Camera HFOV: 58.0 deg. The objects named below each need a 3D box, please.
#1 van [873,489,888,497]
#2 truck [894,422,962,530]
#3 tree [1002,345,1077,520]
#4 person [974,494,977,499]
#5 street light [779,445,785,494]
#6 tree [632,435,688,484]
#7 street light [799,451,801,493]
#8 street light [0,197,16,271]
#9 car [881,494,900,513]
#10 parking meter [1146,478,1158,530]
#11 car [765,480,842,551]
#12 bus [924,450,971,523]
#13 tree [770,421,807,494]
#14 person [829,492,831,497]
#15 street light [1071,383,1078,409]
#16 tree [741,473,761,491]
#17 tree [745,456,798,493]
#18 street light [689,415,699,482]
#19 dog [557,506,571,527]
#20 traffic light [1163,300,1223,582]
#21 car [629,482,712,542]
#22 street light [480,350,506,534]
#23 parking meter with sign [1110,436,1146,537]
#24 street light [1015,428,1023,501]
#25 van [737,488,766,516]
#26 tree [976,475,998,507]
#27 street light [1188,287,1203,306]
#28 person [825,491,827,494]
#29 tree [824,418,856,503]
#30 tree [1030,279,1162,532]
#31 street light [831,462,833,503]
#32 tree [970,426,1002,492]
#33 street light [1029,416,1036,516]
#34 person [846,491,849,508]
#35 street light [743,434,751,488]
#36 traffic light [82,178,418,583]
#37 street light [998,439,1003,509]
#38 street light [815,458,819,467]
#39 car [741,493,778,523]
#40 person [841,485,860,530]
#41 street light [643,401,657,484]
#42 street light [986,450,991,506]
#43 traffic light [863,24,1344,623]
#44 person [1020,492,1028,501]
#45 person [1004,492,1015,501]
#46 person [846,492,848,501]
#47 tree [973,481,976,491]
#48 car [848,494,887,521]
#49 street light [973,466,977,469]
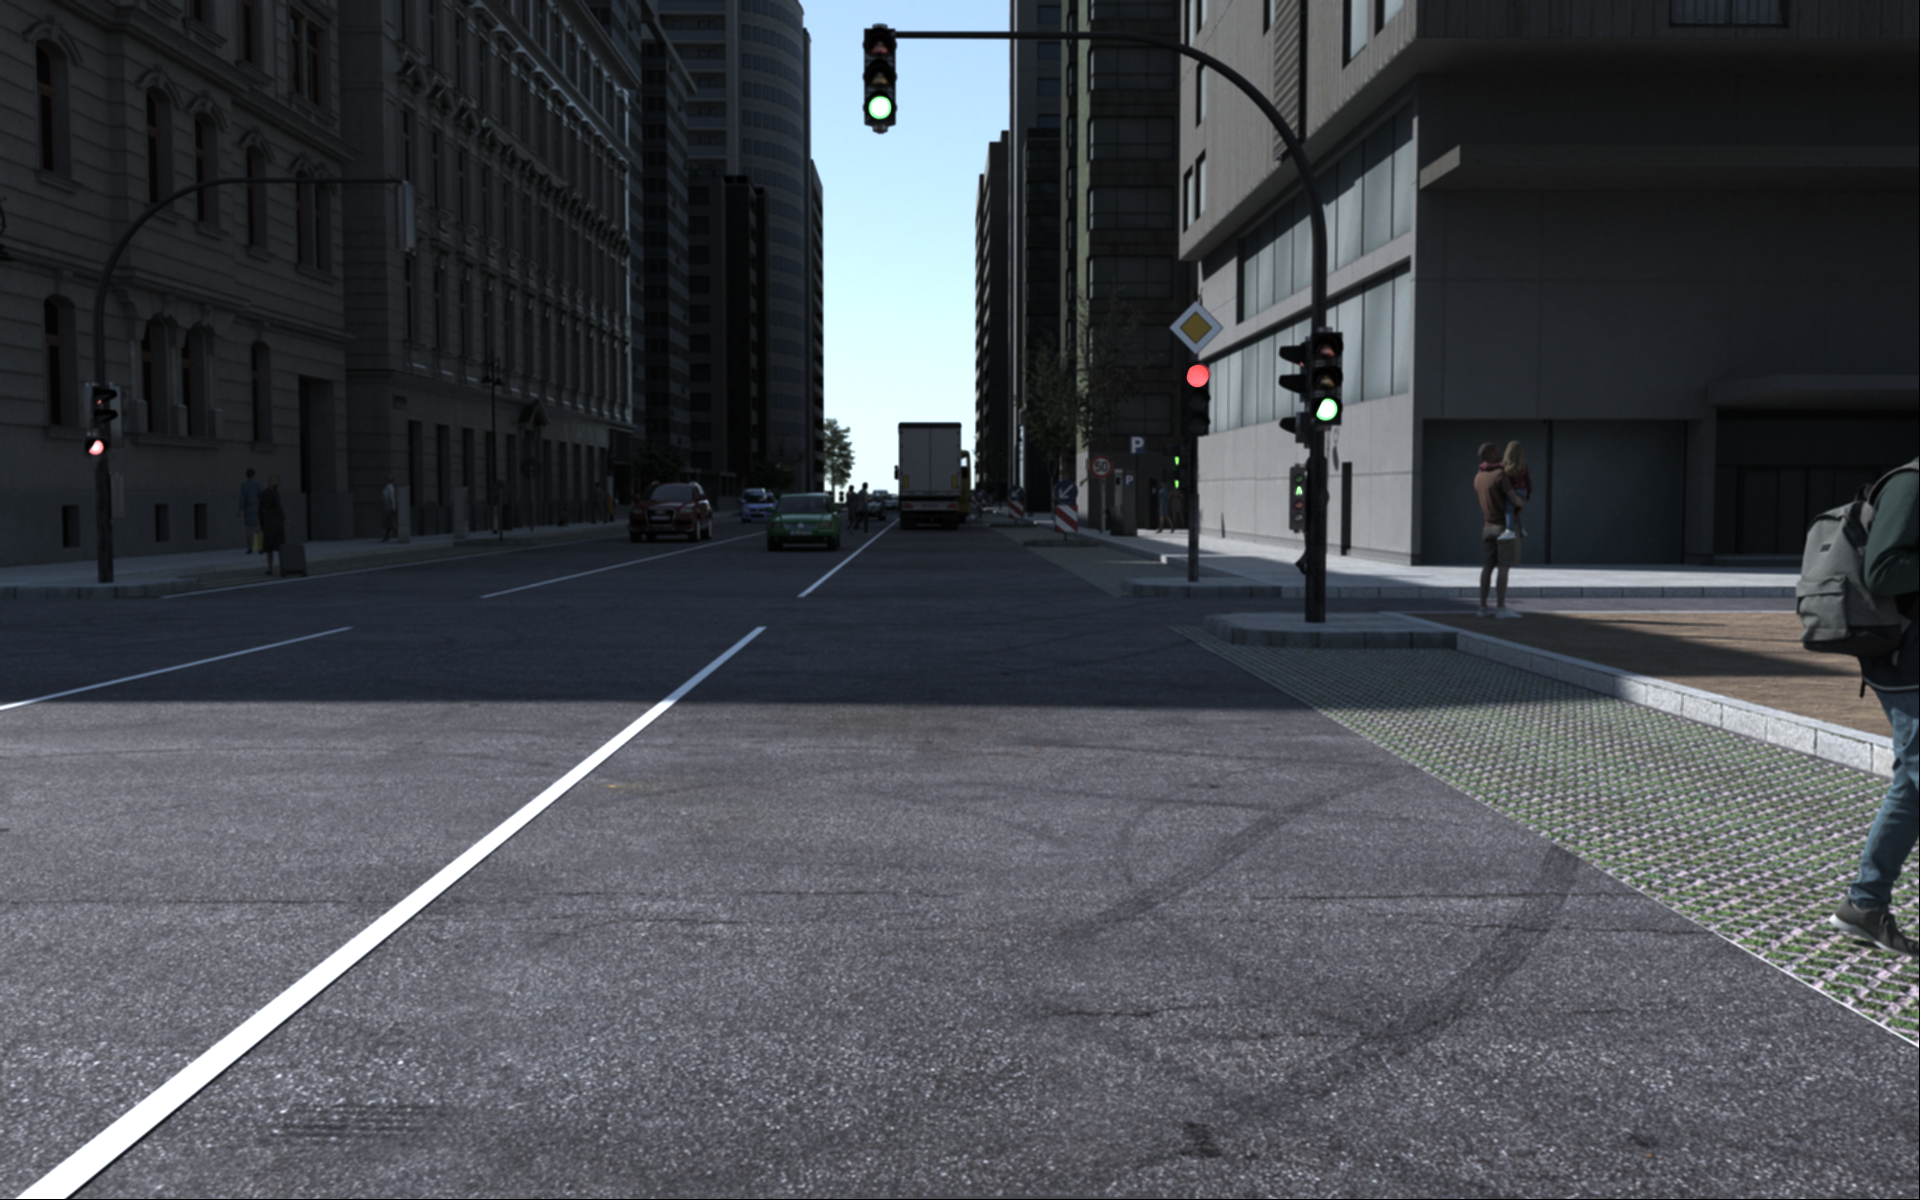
[{"bbox_3d":[-7.137,-9.068,155.281,2.013,2.044,4.112,0,4,-2],"label":"van"},{"bbox_3d":[-1.362,-5.152,73.148,2.839,4.237,11.283,0,4,-2],"label":"truck"},{"bbox_3d":[4.552,-8.195,84.356,4.737,8.622,4.395,0,3,0],"label":"tree"},{"bbox_3d":[2.243,-14.714,249.851,0.421,1.427,0.697,0,4,1],"label":"person"},{"bbox_3d":[-16.741,-11.602,162.485,0.468,5.910,1.993,0,4,-1],"label":"street light"},{"bbox_3d":[-16.845,-6.905,96.611,4.285,4.588,4.351,0,3,0],"label":"tree"},{"bbox_3d":[-17.109,-12.971,184.864,0.468,5.910,1.993,0,4,-1],"label":"street light"},{"bbox_3d":[-14.440,-3.219,25.422,0.468,5.910,1.993,0,4,-1],"label":"street light"},{"bbox_3d":[-5.473,-7.516,134.677,2.131,1.459,4.920,0,4,-2],"label":"car"},{"bbox_3d":[6.835,-3.427,61.741,0.399,1.863,0.255,-3,5,-41],"label":"parking meter"},{"bbox_3d":[-4.036,-2.212,44.969,1.959,1.807,4.718,0,4,-3],"label":"car"},{"bbox_3d":[-1.040,-5.947,88.775,2.896,3.916,12.252,0,4,-3],"label":"bus"},{"bbox_3d":[-17.781,-13.777,175.615,4.360,8.622,3.978,0,3,0],"label":"tree"},{"bbox_3d":[-15.132,-11.631,199.491,0.721,1.723,1.217,1,4,13],"label":"person"},{"bbox_3d":[4.745,-5.907,69.371,0.468,5.910,1.993,0,4,-1],"label":"street light"},{"bbox_3d":[-17.153,-9.154,144.272,1.663,3.219,1.824,0,3,0],"label":"tree"},{"bbox_3d":[-16.661,-10.035,147.789,4.285,4.588,4.351,0,3,0],"label":"tree"},{"bbox_3d":[-15.576,-7.891,101.803,0.468,5.910,1.993,0,4,-1],"label":"street light"},{"bbox_3d":[-15.734,-3.319,68.651,0.513,0.831,0.800,-1,4,-20],"label":"dog"},{"bbox_3d":[3.399,-2.223,25.259,0.839,4.253,0.868,0,4,-1],"label":"traffic light"},{"bbox_3d":[-8.815,-2.712,53.018,2.281,1.827,5.304,0,4,-2],"label":"car"},{"bbox_3d":[-14.981,-5.069,55.659,0.468,5.910,1.993,0,4,-1],"label":"street light"},{"bbox_3d":[5.046,-3.455,52.752,0.543,3.016,1.738,-1,4,-18],"label":"parking meter with sign"},{"bbox_3d":[3.962,-8.740,115.692,0.468,5.910,1.993,0,4,-1],"label":"street light"},{"bbox_3d":[-13.714,-6.602,114.961,2.013,2.044,4.112,0,4,-2],"label":"van"},{"bbox_3d":[3.010,-12.119,192.751,1.663,3.219,1.824,0,3,0],"label":"tree"},{"bbox_3d":[5.251,-4.038,38.809,0.468,5.910,1.993,0,4,-1],"label":"street light"},{"bbox_3d":[-18.089,-13.887,233.805,1.217,1.735,0.721,3,5,41],"label":"person"},{"bbox_3d":[-19.053,-20.770,257.716,7.486,12.596,7.792,0,3,0],"label":"tree"},{"bbox_3d":[4.621,-6.622,58.628,4.360,8.622,3.978,0,3,0],"label":"tree"},{"bbox_3d":[-18.113,-16.681,245.518,0.468,5.910,1.993,0,4,-1],"label":"street light"},{"bbox_3d":[3.298,-14.472,186.973,4.737,8.622,4.395,0,3,0],"label":"tree"},{"bbox_3d":[4.146,-7.785,100.078,0.468,5.910,1.993,0,4,-1],"label":"street light"},{"bbox_3d":[-11.729,-10.584,182.460,0.541,1.710,0.530,2,4,26],"label":"person"},{"bbox_3d":[-16.207,-9.747,132.149,0.468,5.910,1.993,0,4,-1],"label":"street light"},{"bbox_3d":[-10.270,-3.081,25.047,4.771,5.953,1.251,0,4,-1],"label":"traffic light"},{"bbox_3d":[3.404,-10.590,145.930,0.468,5.910,1.993,0,4,-1],"label":"street light"},{"bbox_3d":[-17.770,-14.831,215.277,0.468,5.910,1.993,0,4,-1],"label":"street light"},{"bbox_3d":[-10.047,-4.753,87.310,1.945,1.707,3.694,0,4,-1],"label":"car"},{"bbox_3d":[-4.344,-3.748,70.056,0.850,1.792,0.678,2,4,35],"label":"person"},{"bbox_3d":[-15.417,-6.940,86.262,0.468,5.910,1.993,0,4,-1],"label":"street light"},{"bbox_3d":[2.928,-12.439,176.169,0.468,5.910,1.993,0,4,-1],"label":"street light"},{"bbox_3d":[1.445,-2.595,17.099,4.771,5.953,1.251,0,4,-1],"label":"traffic light"},{"bbox_3d":[4.167,-6.768,117.429,1.217,1.736,0.721,0,4,-3],"label":"person"},{"bbox_3d":[3.545,-6.880,121.727,0.628,1.438,0.799,2,4,26],"label":"person"},{"bbox_3d":[-16.355,-14.929,253.037,0.568,1.767,0.683,1,4,22],"label":"person"},{"bbox_3d":[2.338,-13.843,220.926,1.663,3.219,1.824,0,3,0],"label":"tree"},{"bbox_3d":[-4.980,-4.989,93.366,2.131,1.459,4.920,0,4,1],"label":"car"},{"bbox_3d":[2.008,-15.694,229.391,0.468,5.910,1.993,0,4,-1],"label":"street light"}]
